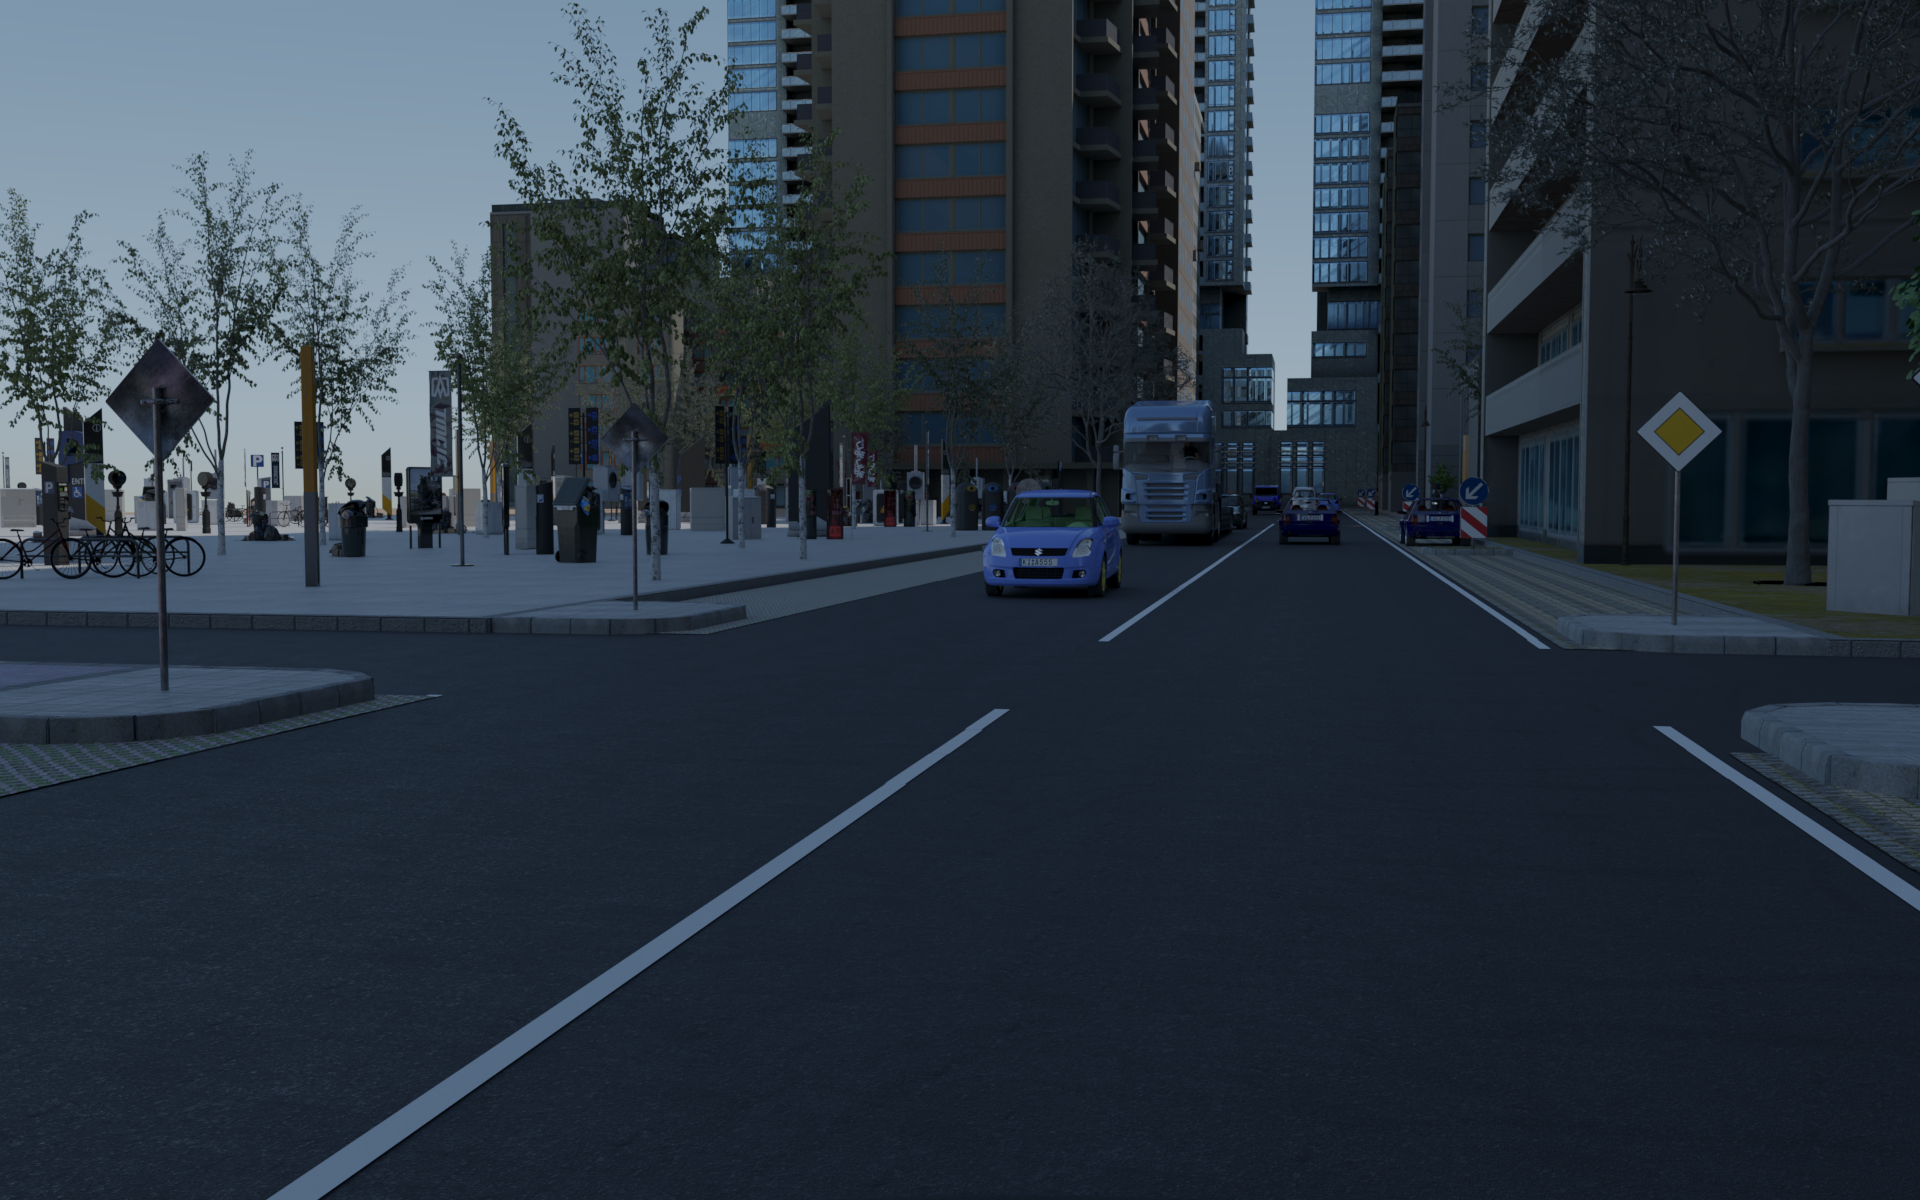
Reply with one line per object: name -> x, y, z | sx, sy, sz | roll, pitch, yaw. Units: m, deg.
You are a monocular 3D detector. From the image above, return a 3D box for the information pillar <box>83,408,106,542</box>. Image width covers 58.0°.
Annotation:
information pillar -> -23.376, -3.391, 46.798 | 0.504, 3.616, 0.183 | -2, 4, -32

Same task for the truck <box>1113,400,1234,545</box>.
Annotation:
truck -> 7.252, -4.028, 55.620 | 2.967, 4.110, 18.799 | 1, 4, 11

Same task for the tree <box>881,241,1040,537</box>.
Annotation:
tree -> 0.031, -6.177, 51.351 | 4.360, 8.622, 3.978 | 0, 3, 0

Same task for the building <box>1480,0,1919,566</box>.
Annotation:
building -> 24.002, -25.367, 38.447 | 21.300, 48.544, 21.600 | 1, 4, 12

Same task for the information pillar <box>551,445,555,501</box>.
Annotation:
information pillar -> -19.204, -5.531, 81.783 | 0.183, 3.616, 0.504 | 0, 4, -2

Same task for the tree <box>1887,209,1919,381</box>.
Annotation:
tree -> 9.958, -1.927, 15.215 | 4.285, 4.588, 4.351 | 0, 3, 0

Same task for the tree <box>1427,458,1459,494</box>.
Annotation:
tree -> 25.637, -5.984, 92.444 | 1.663, 3.219, 1.824 | 0, 3, 0

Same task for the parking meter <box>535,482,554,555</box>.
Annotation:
parking meter -> -8.826, -1.736, 36.795 | 0.372, 1.533, 0.369 | 0, 3, 0

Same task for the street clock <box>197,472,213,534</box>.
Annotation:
street clock -> -24.419, -3.150, 56.080 | 0.471, 2.002, 0.358 | 2, 4, 25

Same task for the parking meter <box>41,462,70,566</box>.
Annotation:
parking meter -> -16.255, -1.555, 31.138 | 0.399, 1.863, 0.255 | 1, 4, 15

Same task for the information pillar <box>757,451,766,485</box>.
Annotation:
information pillar -> -10.413, -6.101, 91.107 | 0.504, 3.616, 0.183 | -1, 4, -9

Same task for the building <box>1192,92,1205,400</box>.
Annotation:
building -> 9.204, -28.247, 153.724 | 23.993, 40.220, 32.217 | 1, 4, 12

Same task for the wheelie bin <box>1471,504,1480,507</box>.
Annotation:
wheelie bin -> 19.436, -3.458, 64.450 | 0.980, 1.594, 0.693 | 3, 5, 40

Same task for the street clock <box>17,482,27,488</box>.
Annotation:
street clock -> -56.660, -6.122, 104.658 | 0.471, 2.002, 0.358 | 0, 4, -6

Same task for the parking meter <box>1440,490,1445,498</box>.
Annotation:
parking meter -> 24.158, -4.805, 86.968 | 0.372, 1.533, 0.369 | 0, 3, 0

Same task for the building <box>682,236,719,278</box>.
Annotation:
building -> -35.723, -25.860, 194.515 | 14.107, 30.474, 14.160 | 1, 4, 12

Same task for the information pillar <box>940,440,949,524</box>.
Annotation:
information pillar -> -0.639, -5.092, 74.608 | 0.183, 3.616, 0.504 | 3, 4, 37

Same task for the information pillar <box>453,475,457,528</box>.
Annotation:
information pillar -> -19.174, -3.774, 66.194 | 0.304, 2.012, 0.304 | -3, 4, -38

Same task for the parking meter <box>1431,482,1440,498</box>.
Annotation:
parking meter -> 23.302, -4.839, 84.832 | 0.255, 1.863, 0.399 | -2, 4, -24

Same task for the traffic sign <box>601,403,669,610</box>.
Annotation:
traffic sign -> -3.582, -0.944, 19.079 | 0.795, 2.450, 0.064 | 1, 4, 12

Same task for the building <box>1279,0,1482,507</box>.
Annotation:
building -> 48.702, -53.039, 179.854 | 31.000, 86.520, 22.319 | 1, 4, 12

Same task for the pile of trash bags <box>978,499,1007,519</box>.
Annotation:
pile of trash bags -> 1.166, -4.833, 88.771 | 1.912, 1.369, 3.447 | -2, 4, -27

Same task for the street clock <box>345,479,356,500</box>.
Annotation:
street clock -> -28.074, -4.603, 79.826 | 0.471, 2.002, 0.358 | 1, 4, 20

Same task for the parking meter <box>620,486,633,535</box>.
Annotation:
parking meter -> -10.365, -2.777, 53.818 | 0.372, 1.533, 0.369 | 0, 3, 0

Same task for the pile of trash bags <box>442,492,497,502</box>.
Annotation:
pile of trash bags -> -28.139, -5.452, 98.894 | 3.447, 1.369, 1.912 | -1, 4, -23

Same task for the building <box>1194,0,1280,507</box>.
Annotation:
building -> 18.325, -53.416, 186.030 | 31.000, 86.520, 22.319 | 1, 4, 12

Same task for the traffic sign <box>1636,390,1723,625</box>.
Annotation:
traffic sign -> 6.986, -0.810, 16.887 | 0.795, 2.450, 0.064 | 1, 4, 12

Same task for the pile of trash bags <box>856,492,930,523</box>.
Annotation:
pile of trash bags -> -3.047, -4.134, 77.342 | 3.447, 1.369, 1.912 | -1, 4, -12

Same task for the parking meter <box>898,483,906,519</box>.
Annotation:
parking meter -> -3.004, -5.124, 89.489 | 0.399, 1.863, 0.255 | 0, 4, 5

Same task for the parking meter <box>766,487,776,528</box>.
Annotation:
parking meter -> -7.239, -3.549, 66.431 | 0.372, 1.533, 0.369 | 0, 3, 0

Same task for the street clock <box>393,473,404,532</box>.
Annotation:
street clock -> -18.937, -3.295, 58.448 | 0.358, 2.002, 0.471 | -1, 4, -9

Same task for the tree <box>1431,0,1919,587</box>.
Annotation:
tree -> 11.807, -6.962, 24.205 | 12.009, 13.543, 11.850 | 0, 3, 0

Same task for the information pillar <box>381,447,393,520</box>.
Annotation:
information pillar -> -28.464, -5.790, 86.015 | 0.504, 3.616, 0.183 | -3, 4, -37

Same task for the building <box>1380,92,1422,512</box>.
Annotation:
building -> 38.699, -21.718, 126.794 | 14.160, 30.474, 14.107 | 1, 4, 12

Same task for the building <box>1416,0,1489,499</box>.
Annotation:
building -> 38.663, -34.376, 104.044 | 21.231, 58.520, 28.212 | 1, 4, 12

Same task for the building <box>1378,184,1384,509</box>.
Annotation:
building -> 41.796, -22.645, 141.947 | 14.160, 30.474, 14.107 | 1, 4, 12

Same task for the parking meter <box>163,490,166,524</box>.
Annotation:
parking meter -> -33.909, -3.982, 73.516 | 0.372, 1.533, 0.369 | 0, 3, 0

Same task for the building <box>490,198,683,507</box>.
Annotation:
building -> -37.312, -24.563, 173.312 | 14.107, 30.474, 14.160 | 1, 4, 12

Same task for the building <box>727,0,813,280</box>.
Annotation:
building -> -12.745, -53.816, 192.568 | 31.000, 86.520, 22.319 | 1, 4, 12

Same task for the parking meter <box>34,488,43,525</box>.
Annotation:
parking meter -> -37.948, -3.845, 71.273 | 0.372, 1.533, 0.369 | 0, 3, 0

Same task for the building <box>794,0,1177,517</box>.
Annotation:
building -> 1.876, -27.779, 108.805 | 22.147, 44.769, 28.867 | 1, 4, 12

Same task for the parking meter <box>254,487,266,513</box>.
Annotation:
parking meter -> -34.885, -4.761, 86.249 | 0.372, 1.533, 0.369 | 0, 3, 0

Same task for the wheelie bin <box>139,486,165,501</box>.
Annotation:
wheelie bin -> -32.842, -3.828, 70.490 | 0.980, 1.594, 0.693 | -3, 4, -36

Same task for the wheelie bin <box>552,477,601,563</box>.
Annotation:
wheelie bin -> -7.189, -1.503, 32.478 | 0.980, 1.594, 0.693 | 2, 4, 33

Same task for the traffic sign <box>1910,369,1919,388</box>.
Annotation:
traffic sign -> 5.373, -0.332, 9.066 | 0.795, 2.450, 0.064 | 1, 4, 12

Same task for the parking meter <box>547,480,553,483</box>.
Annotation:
parking meter -> -17.237, -4.106, 72.848 | 0.255, 1.863, 0.399 | -1, 4, -14

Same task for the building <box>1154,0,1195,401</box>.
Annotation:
building -> 9.982, -29.317, 129.443 | 14.600, 45.320, 14.200 | 1, 4, 12

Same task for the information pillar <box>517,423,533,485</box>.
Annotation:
information pillar -> -14.242, -4.002, 56.781 | 0.504, 3.616, 0.183 | -2, 4, -24

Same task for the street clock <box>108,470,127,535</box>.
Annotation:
street clock -> -25.521, -2.931, 52.491 | 0.358, 2.002, 0.471 | 3, 4, 37

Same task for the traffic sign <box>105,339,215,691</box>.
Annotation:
traffic sign -> -5.195, -0.466, 11.258 | 0.795, 2.450, 0.064 | 1, 4, 12

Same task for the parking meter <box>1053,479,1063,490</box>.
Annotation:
parking meter -> 3.724, -3.676, 65.820 | 0.255, 1.863, 0.399 | 2, 4, 25

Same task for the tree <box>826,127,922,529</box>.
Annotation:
tree -> -3.325, -5.103, 33.799 | 4.737, 8.622, 4.395 | 0, 3, 0

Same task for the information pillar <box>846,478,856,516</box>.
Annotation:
information pillar -> -4.968, -4.556, 78.985 | 0.304, 2.012, 0.304 | -3, 5, -43

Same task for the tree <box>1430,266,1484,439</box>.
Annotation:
tree -> 17.656, -6.509, 56.781 | 4.360, 8.622, 3.978 | 0, 3, 0

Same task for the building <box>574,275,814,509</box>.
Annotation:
building -> -16.703, -19.396, 162.165 | 28.899, 21.520, 27.650 | 1, 4, 12
